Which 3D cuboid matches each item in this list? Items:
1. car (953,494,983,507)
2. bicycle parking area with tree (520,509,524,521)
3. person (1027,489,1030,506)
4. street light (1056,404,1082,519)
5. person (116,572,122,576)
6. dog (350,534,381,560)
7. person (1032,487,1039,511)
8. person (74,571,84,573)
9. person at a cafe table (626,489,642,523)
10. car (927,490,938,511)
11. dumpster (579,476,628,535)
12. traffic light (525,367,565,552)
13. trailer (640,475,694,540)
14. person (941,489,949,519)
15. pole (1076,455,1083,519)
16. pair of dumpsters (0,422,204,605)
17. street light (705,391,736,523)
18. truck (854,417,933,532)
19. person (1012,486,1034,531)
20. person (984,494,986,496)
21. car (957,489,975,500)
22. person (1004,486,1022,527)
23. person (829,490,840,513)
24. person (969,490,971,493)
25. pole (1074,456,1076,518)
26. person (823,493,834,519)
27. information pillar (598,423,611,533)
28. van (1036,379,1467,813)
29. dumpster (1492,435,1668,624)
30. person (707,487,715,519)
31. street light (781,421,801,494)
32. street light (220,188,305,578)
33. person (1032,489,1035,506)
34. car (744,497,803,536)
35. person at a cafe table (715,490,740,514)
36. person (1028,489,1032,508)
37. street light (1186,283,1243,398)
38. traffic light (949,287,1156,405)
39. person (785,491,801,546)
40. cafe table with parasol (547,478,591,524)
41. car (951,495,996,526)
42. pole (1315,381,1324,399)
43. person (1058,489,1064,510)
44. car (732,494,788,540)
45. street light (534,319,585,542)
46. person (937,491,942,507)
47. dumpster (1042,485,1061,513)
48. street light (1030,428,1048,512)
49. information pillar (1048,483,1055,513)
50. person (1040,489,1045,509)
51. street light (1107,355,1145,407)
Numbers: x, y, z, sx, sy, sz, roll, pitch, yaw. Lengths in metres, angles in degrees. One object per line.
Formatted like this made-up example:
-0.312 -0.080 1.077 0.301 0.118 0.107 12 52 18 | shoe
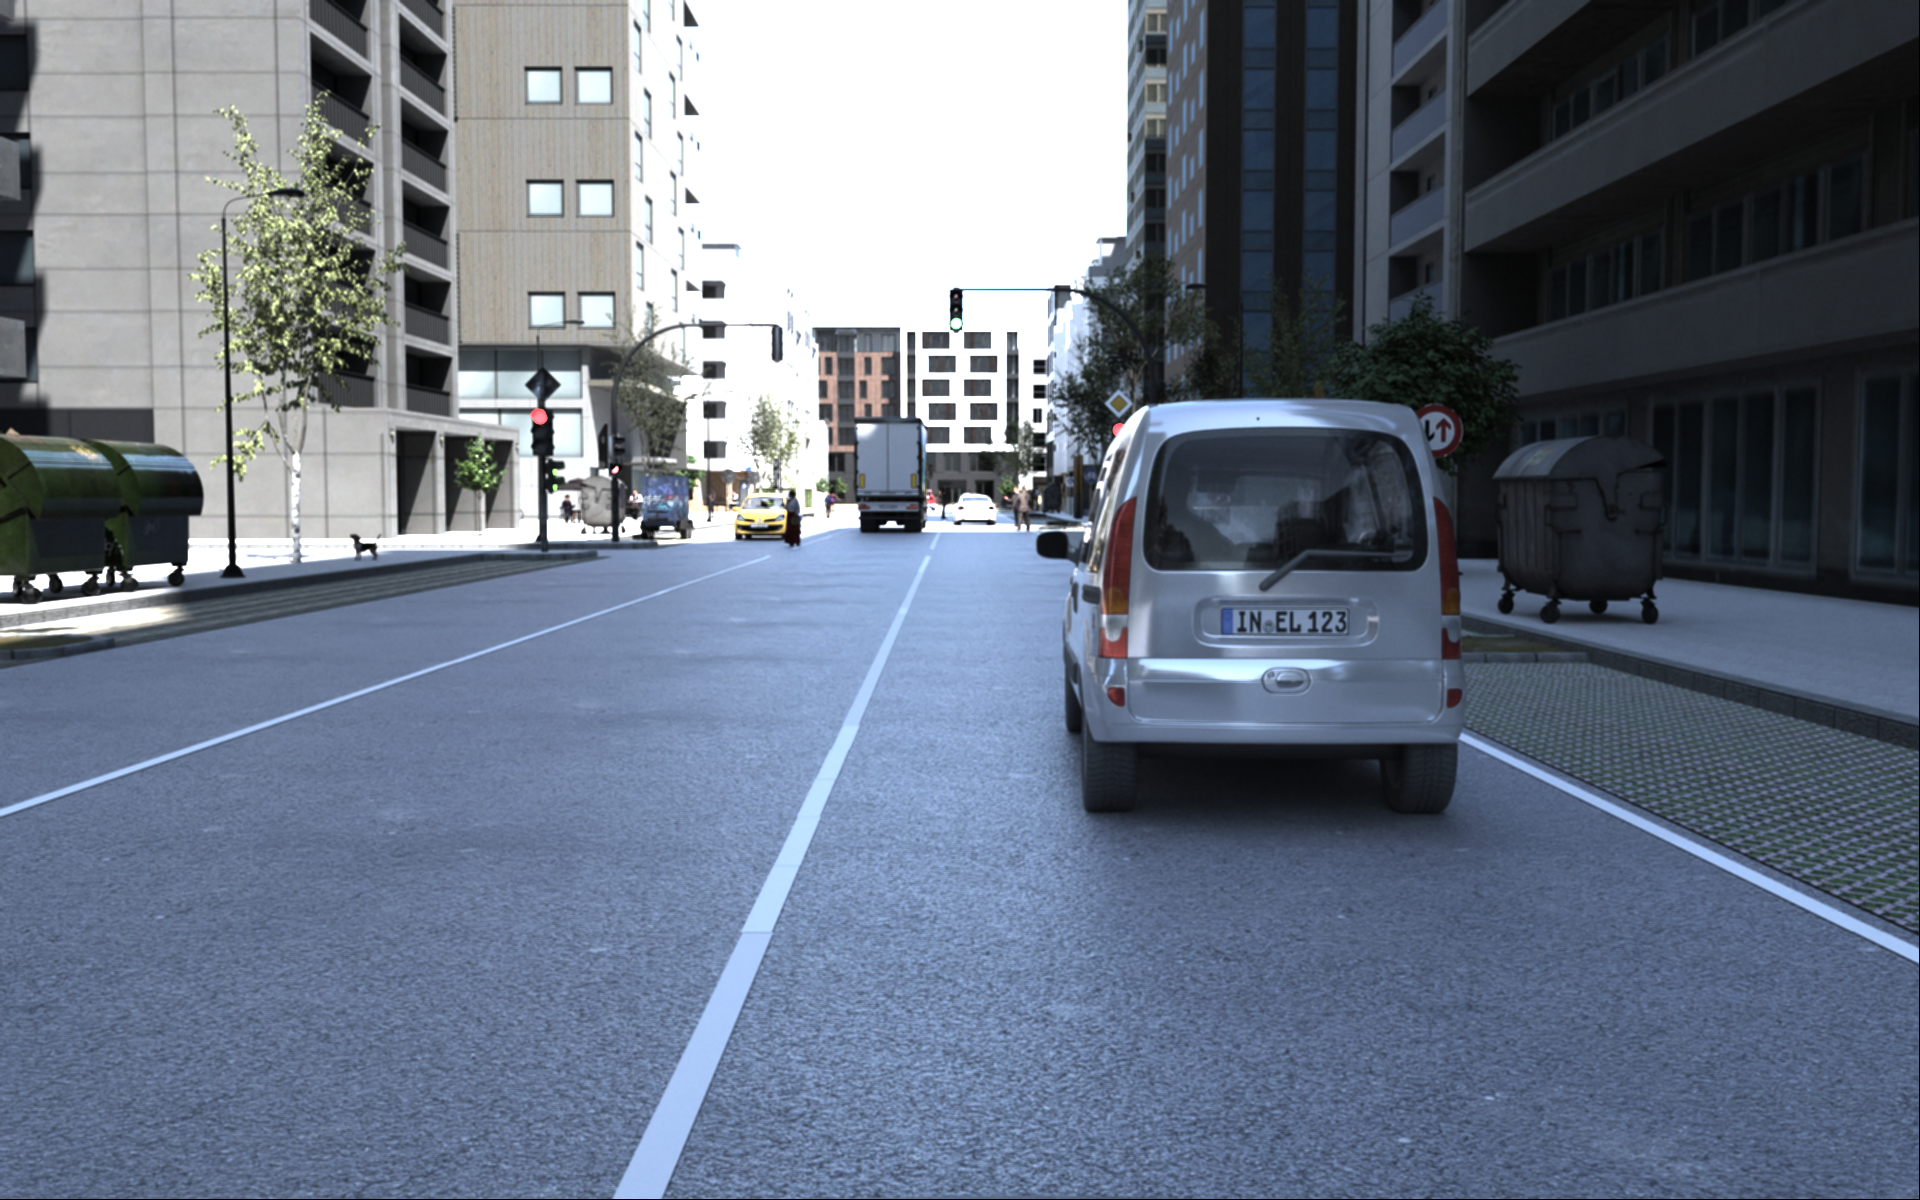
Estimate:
0.619 -4.872 89.439 2.009 1.686 4.222 0 4 2 | car
-23.393 -5.509 77.075 9.016 4.147 8.231 0 4 4 | bicycle parking area with tree
7.149 -10.522 178.043 1.348 1.831 0.705 -2 4 -30 | person
5.615 -7.173 89.817 1.470 5.913 1.316 0 3 0 | street light
-12.999 -1.077 26.884 0.726 1.435 0.776 0 4 -2 | person
-11.547 -1.030 33.665 0.406 0.507 0.540 0 4 5 | dog
5.713 -7.696 131.742 0.599 1.838 0.709 0 4 5 | person
-14.662 -1.317 28.296 0.841 1.734 0.376 -1 4 -9 | person
-14.796 -4.258 78.125 1.698 1.524 1.622 1 4 12 | person at a cafe table
-3.063 -8.405 146.101 2.281 1.827 5.304 0 4 2 | car
-11.411 -3.034 55.370 1.264 1.857 1.865 0 4 0 | dumpster
-9.193 -3.019 38.288 0.839 4.253 0.868 0 3 0 | traffic light
-9.246 -2.861 53.826 1.471 1.999 3.904 0 4 1 | trailer
-0.839 -5.494 99.142 0.431 1.722 0.655 0 4 6 | person
6.323 -5.922 90.674 0.158 3.312 0.155 0 3 0 | pole
-11.278 -1.190 21.956 1.574 2.255 4.437 0 4 0 | pair of dumpsters
-10.753 -6.437 77.786 1.470 5.913 1.316 0 3 0 | street light
-2.590 -4.878 68.661 2.839 4.237 11.283 0 4 0 | truck
2.437 -3.578 67.545 0.990 1.755 0.434 -1 4 -23 | person
2.559 -10.074 176.447 0.421 1.427 0.697 1 4 9 | person
0.819 -7.391 129.885 2.155 1.783 4.494 0 4 1 | car
2.333 -4.010 74.601 0.750 1.759 0.617 -2 4 -33 | person
-9.590 -7.397 130.118 1.217 1.739 0.721 1 4 14 | person
0.977 -10.585 181.495 0.705 1.831 1.348 2 4 25 | person
6.198 -6.048 92.726 0.158 3.312 0.155 0 3 0 | pole
-7.573 -5.464 100.526 0.600 1.496 0.574 -3 4 -37 | person
-11.821 -4.042 57.448 0.183 3.616 0.504 -3 5 -41 | information pillar
1.415 -0.131 9.158 2.013 2.044 4.112 0 4 2 | van
6.351 -0.736 17.785 1.264 1.857 1.865 0 3 0 | dumpster
-13.038 -5.091 90.752 0.415 1.643 0.593 0 4 -6 | person
-10.807 -8.403 109.934 1.470 5.913 1.316 0 3 0 | street light
-10.652 -3.299 26.474 1.470 5.913 1.316 0 3 0 | street light
7.773 -10.957 185.157 0.705 1.831 1.348 -1 4 -23 | person
-6.502 -2.916 60.256 1.945 1.354 3.894 0 4 2 | car
-15.285 -6.506 114.895 1.622 1.524 1.698 -3 5 -44 | person at a cafe table
6.371 -9.130 155.841 0.617 1.759 0.750 -2 4 -30 | person
5.671 -4.023 38.318 1.470 5.913 1.316 0 3 0 | street light
2.137 -3.885 38.184 4.771 5.953 1.251 0 3 0 | traffic light
-4.584 -2.240 47.592 0.523 1.526 0.387 2 4 34 | person
-16.442 -4.271 74.697 2.610 1.966 2.610 0 4 4 | cafe table with parasol
0.659 -4.143 80.092 2.083 1.381 4.827 0 4 -2 | car
6.479 -2.291 31.306 0.158 3.312 0.155 0 3 0 | pole
7.700 -7.879 135.654 1.217 1.735 0.721 -2 4 -35 | person
-6.212 -2.767 55.462 2.015 1.641 3.980 0 4 0 | car
-10.672 -4.503 46.162 1.470 5.913 1.316 0 3 0 | street light
-2.198 -11.495 196.959 0.721 1.766 1.217 3 5 45 | person
6.159 -6.759 116.261 1.264 1.857 1.865 0 3 0 | dumpster
5.605 -9.107 121.441 1.470 5.913 1.316 0 3 0 | street light
6.253 -6.966 118.386 0.304 2.012 0.304 -3 4 -39 | information pillar
6.908 -8.411 144.230 0.551 1.740 0.621 1 4 19 | person
5.636 -5.239 58.193 1.470 5.913 1.316 0 3 0 | street light
